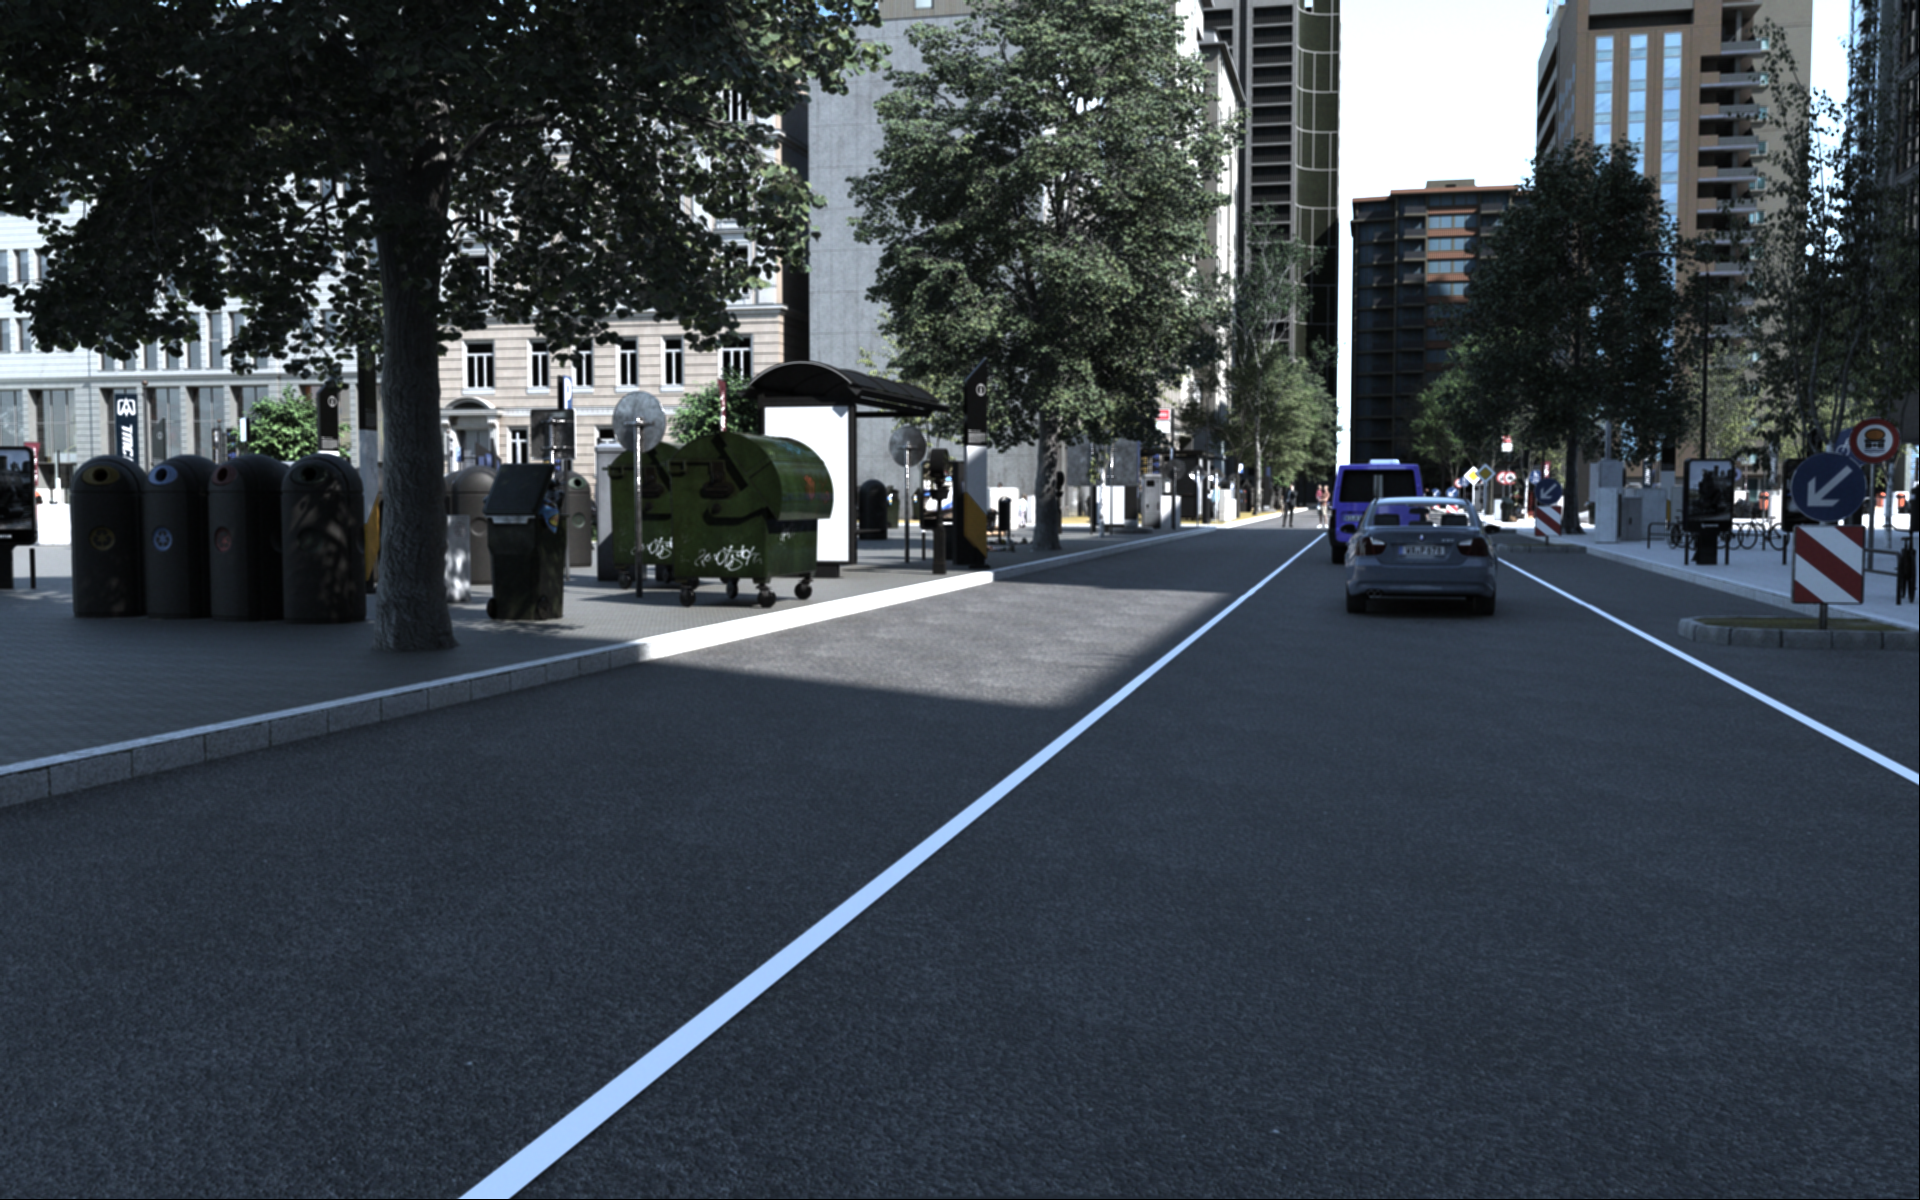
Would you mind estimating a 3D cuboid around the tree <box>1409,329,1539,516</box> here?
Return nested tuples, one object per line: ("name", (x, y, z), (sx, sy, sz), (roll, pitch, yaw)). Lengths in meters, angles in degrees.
("tree", (31.671, -10.831, 102.840), (9.928, 11.665, 9.643), (0, 3, 0))

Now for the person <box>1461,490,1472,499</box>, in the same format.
("person", (51.698, -10.385, 176.553), (1.217, 1.736, 0.721), (2, 4, 25))

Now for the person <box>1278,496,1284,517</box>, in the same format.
("person", (20.384, -5.925, 109.653), (0.475, 1.303, 0.640), (1, 4, 13))

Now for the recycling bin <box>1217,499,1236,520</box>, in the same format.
("recycling bin", (13.283, -4.508, 86.264), (0.722, 1.027, 0.722), (-1, 4, -14))

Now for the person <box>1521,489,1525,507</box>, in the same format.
("person", (55.914, -10.166, 172.353), (1.348, 1.812, 0.705), (2, 4, 24))

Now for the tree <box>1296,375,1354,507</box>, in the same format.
("tree", (33.537, -15.942, 171.025), (12.009, 13.543, 11.850), (0, 3, 0))

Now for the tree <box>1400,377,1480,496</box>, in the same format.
("tree", (52.496, -17.213, 188.086), (9.857, 13.997, 8.962), (0, 3, 0))

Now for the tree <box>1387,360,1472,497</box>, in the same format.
("tree", (44.346, -15.199, 158.877), (12.009, 13.543, 11.850), (0, 3, 0))

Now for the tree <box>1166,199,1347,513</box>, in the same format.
("tree", (18.963, -15.791, 114.078), (12.611, 20.169, 13.585), (0, 3, 0))

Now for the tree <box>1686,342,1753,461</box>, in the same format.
("tree", (36.244, -8.075, 82.387), (4.737, 8.622, 4.395), (0, 3, 0))

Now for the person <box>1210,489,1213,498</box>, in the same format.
("person", (15.416, -6.188, 107.059), (0.661, 1.843, 0.795), (-2, 4, -31))

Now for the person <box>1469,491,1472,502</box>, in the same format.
("person", (58.768, -11.737, 198.645), (1.217, 1.736, 0.721), (1, 4, 10))

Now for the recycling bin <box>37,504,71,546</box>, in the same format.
("recycling bin", (-22.576, -1.881, 43.309), (0.722, 1.027, 0.722), (-1, 4, -10))

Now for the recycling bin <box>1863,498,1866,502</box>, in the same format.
("recycling bin", (63.589, -6.656, 121.382), (0.722, 1.027, 0.722), (0, 4, -5))

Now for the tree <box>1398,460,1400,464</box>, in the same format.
("tree", (59.490, -17.407, 219.023), (8.767, 10.594, 7.601), (0, 4, -3))

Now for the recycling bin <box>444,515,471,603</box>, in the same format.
("recycling bin", (-6.339, -0.495, 20.640), (0.722, 1.027, 0.722), (2, 4, 35))

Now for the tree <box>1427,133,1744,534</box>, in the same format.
("tree", (19.592, -8.447, 55.114), (9.611, 12.733, 9.660), (0, 3, 0))

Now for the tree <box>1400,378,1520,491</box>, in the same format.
("tree", (38.301, -11.918, 129.273), (8.767, 10.594, 7.601), (2, 4, 27))

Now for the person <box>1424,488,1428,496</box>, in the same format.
("person", (26.640, -5.475, 98.593), (0.524, 1.755, 0.480), (-2, 4, -25))

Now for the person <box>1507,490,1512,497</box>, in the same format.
("person", (53.396, -9.940, 169.355), (1.217, 1.735, 0.721), (3, 5, 41))

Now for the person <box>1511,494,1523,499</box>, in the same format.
("person", (46.751, -8.543, 145.705), (1.348, 1.826, 0.705), (-2, 4, -25))

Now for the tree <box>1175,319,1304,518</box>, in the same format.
("tree", (14.693, -9.704, 93.074), (7.601, 10.594, 8.767), (-2, 4, -35))

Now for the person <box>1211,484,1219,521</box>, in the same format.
("person", (12.254, -4.695, 82.661), (0.748, 1.841, 0.638), (0, 4, -3))

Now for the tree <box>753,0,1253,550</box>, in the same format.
("tree", (2.032, -8.148, 39.868), (9.857, 13.997, 8.962), (0, 3, 0))

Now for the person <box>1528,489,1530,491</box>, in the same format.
("person", (50.286, -8.945, 153.232), (0.436, 1.711, 0.756), (-2, 4, -30))

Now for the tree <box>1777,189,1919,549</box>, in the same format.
("tree", (21.803, -5.526, 40.710), (4.737, 8.622, 4.395), (0, 3, 0))

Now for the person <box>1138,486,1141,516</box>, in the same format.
("person", (10.514, -5.782, 101.001), (0.534, 1.772, 0.576), (1, 4, 12))

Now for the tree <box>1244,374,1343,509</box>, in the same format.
("tree", (27.827, -13.685, 149.511), (9.928, 11.665, 9.643), (0, 3, 0))

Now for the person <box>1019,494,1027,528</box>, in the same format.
("person", (2.343, -3.402, 65.951), (0.394, 1.301, 0.425), (2, 4, 28))

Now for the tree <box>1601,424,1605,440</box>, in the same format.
("tree", (33.538, -8.827, 94.684), (4.360, 8.622, 3.978), (0, 3, 0))

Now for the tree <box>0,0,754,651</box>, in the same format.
("tree", (-4.684, -6.570, 14.074), (9.857, 13.997, 8.962), (0, 3, 0))

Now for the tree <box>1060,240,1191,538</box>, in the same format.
("tree", (4.311, -6.089, 49.918), (4.737, 8.622, 4.395), (0, 3, 0))

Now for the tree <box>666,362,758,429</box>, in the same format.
("tree", (-5.600, -3.629, 43.054), (4.285, 4.588, 4.351), (0, 3, 0))

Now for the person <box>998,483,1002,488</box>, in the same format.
("person", (1.787, -4.400, 78.171), (0.419, 1.800, 0.721), (-2, 4, -28))

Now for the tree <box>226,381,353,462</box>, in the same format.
("tree", (-19.611, -4.091, 50.607), (4.285, 4.588, 4.351), (0, 3, 0))

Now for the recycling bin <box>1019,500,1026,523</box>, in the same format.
("recycling bin", (2.578, -3.943, 77.022), (0.722, 1.027, 0.722), (1, 4, 16))

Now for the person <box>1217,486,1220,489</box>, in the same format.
("person", (15.392, -5.832, 102.074), (0.731, 1.740, 0.598), (-1, 4, -21))

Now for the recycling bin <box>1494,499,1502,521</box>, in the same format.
("recycling bin", (25.909, -4.290, 82.688), (0.722, 1.027, 0.722), (2, 4, 26))

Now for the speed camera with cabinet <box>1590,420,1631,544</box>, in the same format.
("speed camera with cabinet", (17.197, -3.144, 45.743), (0.660, 3.252, 2.038), (2, 4, 26))

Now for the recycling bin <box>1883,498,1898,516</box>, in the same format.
("recycling bin", (53.995, -5.381, 100.541), (0.722, 1.027, 0.722), (2, 4, 30))

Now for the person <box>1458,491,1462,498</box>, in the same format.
("person", (61.319, -12.565, 212.305), (0.721, 1.723, 1.217), (2, 4, 35))

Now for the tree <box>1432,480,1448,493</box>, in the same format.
("tree", (54.324, -12.287, 195.495), (1.663, 3.219, 1.824), (0, 3, 0))

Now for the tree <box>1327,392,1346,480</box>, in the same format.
("tree", (30.743, -15.494, 159.986), (9.857, 13.997, 8.962), (0, 3, 0))

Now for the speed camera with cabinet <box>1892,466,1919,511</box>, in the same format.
("speed camera with cabinet", (67.531, -7.898, 123.468), (2.038, 3.252, 0.660), (0, 4, -2))

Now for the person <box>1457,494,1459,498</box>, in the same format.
("person", (50.522, -10.345, 176.095), (0.530, 1.710, 0.541), (-1, 4, -14))

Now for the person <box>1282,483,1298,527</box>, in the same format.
("person", (14.341, -4.124, 75.281), (0.648, 1.900, 0.474), (1, 4, 10))

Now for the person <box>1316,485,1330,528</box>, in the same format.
("person", (15.435, -3.998, 73.845), (0.580, 1.828, 0.573), (0, 4, -4))

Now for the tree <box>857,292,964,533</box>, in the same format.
("tree", (-1.256, -6.502, 56.666), (4.737, 8.622, 4.395), (0, 3, 0))

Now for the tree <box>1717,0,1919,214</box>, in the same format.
("tree", (12.986, -4.602, 25.610), (4.360, 8.622, 3.978), (0, 3, 0))

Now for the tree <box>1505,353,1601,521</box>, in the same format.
("tree", (27.344, -8.108, 82.930), (4.360, 8.622, 3.978), (0, 3, 0))

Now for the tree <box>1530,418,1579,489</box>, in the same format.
("tree", (48.617, -11.581, 139.706), (4.737, 8.622, 4.395), (0, 3, 0))

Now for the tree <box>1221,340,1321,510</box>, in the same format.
("tree", (22.970, -12.864, 128.452), (7.486, 12.596, 7.792), (0, 3, 0))

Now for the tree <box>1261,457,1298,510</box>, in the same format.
("tree", (26.271, -9.761, 143.304), (4.285, 4.588, 4.351), (0, 3, 0))
